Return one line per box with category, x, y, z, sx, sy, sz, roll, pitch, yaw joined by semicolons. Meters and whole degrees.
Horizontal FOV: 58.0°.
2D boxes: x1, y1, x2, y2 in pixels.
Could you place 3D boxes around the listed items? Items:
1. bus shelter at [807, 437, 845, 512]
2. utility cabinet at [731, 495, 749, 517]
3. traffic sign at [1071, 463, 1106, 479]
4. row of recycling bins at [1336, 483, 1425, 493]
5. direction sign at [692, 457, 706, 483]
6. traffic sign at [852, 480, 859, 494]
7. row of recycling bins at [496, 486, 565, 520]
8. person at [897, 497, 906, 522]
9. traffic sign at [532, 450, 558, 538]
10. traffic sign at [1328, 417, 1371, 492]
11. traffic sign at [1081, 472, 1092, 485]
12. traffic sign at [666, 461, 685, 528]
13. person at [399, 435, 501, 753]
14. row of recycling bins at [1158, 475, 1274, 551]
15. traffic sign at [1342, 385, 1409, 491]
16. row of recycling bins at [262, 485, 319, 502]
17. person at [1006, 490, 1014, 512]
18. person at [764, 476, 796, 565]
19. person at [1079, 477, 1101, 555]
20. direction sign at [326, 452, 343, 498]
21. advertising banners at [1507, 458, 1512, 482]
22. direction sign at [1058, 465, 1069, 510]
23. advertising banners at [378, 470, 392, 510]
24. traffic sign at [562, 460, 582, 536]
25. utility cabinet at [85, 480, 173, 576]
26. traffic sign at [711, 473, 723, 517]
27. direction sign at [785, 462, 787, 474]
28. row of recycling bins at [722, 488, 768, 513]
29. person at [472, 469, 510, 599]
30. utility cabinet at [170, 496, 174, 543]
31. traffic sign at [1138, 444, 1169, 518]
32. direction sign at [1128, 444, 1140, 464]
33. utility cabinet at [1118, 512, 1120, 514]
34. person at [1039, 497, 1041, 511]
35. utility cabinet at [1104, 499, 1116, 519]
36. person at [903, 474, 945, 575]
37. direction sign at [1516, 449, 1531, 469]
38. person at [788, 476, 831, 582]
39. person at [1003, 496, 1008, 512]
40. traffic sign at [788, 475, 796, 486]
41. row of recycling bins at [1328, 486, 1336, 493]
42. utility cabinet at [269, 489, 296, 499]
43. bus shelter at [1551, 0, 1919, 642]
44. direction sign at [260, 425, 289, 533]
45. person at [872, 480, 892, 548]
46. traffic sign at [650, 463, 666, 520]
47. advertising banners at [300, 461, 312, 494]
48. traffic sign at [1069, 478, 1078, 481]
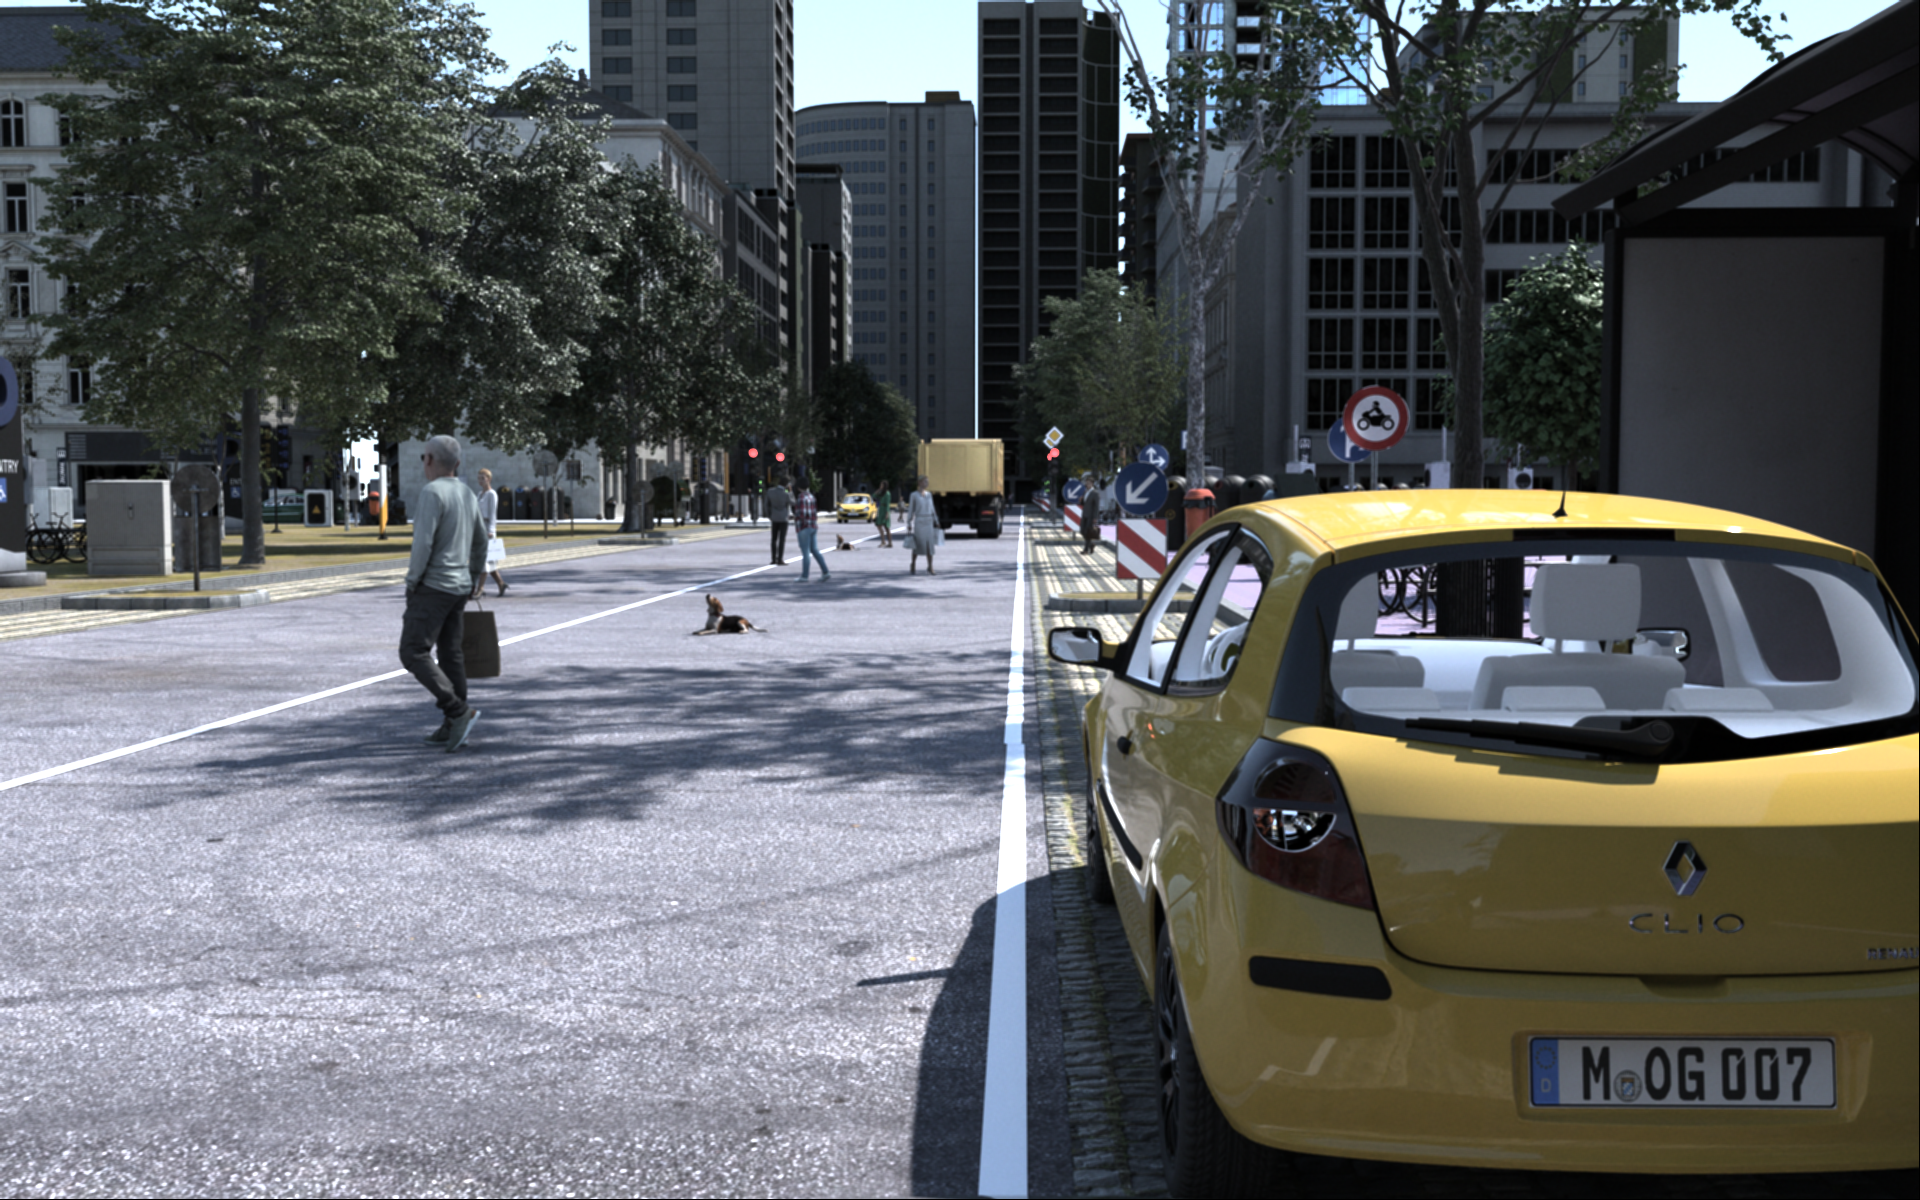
bus shelter;-9.861;-9.050;125.597;2.179;5.291;8.768;0;4;2
utility cabinet;-12.166;-5.171;95.714;1.020;1.237;0.306;2;4;30
traffic sign;8.361;-7.262;112.602;2.265;3.308;0.079;0;4;8
row of recycling bins;16.292;-3.595;65.890;3.534;1.692;1.069;3;4;37
direction sign;-16.090;-7.029;106.914;0.876;3.537;0.379;-1;4;-22
traffic sign;-9.386;-9.394;153.697;0.768;2.556;0.104;0;4;4
row of recycling bins;-21.043;-4.755;84.861;3.534;1.692;1.069;1;4;11
person;-2.948;-4.575;87.577;0.475;1.303;0.640;-3;5;-41
traffic sign;-11.985;-3.054;50.037;0.768;2.556;0.104;0;4;8
traffic sign;6.308;-1.702;27.936;0.768;2.556;0.104;1;4;8
traffic sign;7.237;-6.000;98.202;0.768;2.556;0.104;0;4;8
traffic sign;-10.920;-4.052;66.359;0.768;2.556;0.104;1;4;11
person;-2.884;-0.058;9.934;0.515;1.767;0.782;1;4;12
row of recycling bins;5.707;-1.916;38.439;1.069;1.692;3.534;-2;4;-34
traffic sign;4.876;-1.241;20.392;0.768;2.556;0.104;0;4;6
row of recycling bins;-32.644;-4.667;83.421;3.534;1.692;1.069;-3;5;-41
person;4.039;-7.937;138.854;0.593;1.750;0.643;1;4;22
person;-3.633;-1.604;34.911;0.592;1.802;0.473;2;4;31
person;3.062;-1.977;40.783;0.622;1.834;0.822;3;4;39
direction sign;-33.469;-6.159;92.701;0.876;3.537;0.379;0;4;2
advertising banners;26.006;-5.179;80.859;0.090;3.025;2.074;-1;4;-10
direction sign;8.114;-8.806;135.975;0.876;3.537;0.379;-1;4;-20
advertising banners;-42.643;-8.115;128.867;0.090;3.025;2.074;1;4;16
traffic sign;-11.717;-3.067;52.277;0.606;2.300;0.079;0;4;6
utility cabinet;-12.934;-1.117;26.948;1.173;1.500;0.318;0;4;-3
traffic sign;-11.937;-5.080;85.188;0.606;2.300;0.079;0;4;6
direction sign;-12.270;-7.938;121.789;0.379;3.537;0.876;1;4;9
row of recycling bins;-14.835;-6.716;116.926;3.534;1.692;1.069;-2;4;-35
person;-6.461;-0.913;23.776;0.624;1.780;0.694;-2;4;-30
utility cabinet;-20.823;-2.092;45.364;0.306;1.237;1.020;-2;4;-33
traffic sign;4.897;-2.675;43.839;0.768;2.556;0.104;0;4;7
direction sign;7.899;-5.302;78.690;0.379;3.537;0.876;-2;4;-31
utility cabinet;11.363;-6.705;120.786;1.020;1.237;0.306;0;4;1
person;6.442;-7.775;135.809;0.537;1.800;0.526;2;4;35
utility cabinet;7.242;-4.761;86.520;1.173;1.500;0.318;-3;5;-40
person;-0.650;-1.343;30.809;0.694;1.780;0.624;-1;4;-17
direction sign;27.625;-5.684;84.924;0.876;3.537;0.379;-1;4;-20
person;-2.469;-1.157;28.255;0.643;1.720;0.563;1;4;22
person;3.452;-7.443;134.473;0.640;1.303;0.475;0;4;-7
traffic sign;-11.419;-7.109;116.338;0.768;2.556;0.104;0;4;8
row of recycling bins;18.641;-4.737;84.561;1.069;1.692;3.534;1;4;20
utility cabinet;-31.605;-4.414;80.846;1.173;1.500;0.318;0;4;7
bus shelter;4.094;-0.777;6.633;2.014;3.302;5.546;0;4;2
direction sign;-22.592;-3.985;57.146;0.876;3.537;0.379;-1;4;-13
person;-2.001;-2.291;46.209;0.529;1.795;0.600;-2;4;-35
traffic sign;-12.199;-4.281;70.098;0.768;2.556;0.104;1;4;9
advertising banners;-35.369;-5.891;92.504;0.090;3.025;2.074;2;4;26
traffic sign;7.002;-6.395;106.689;0.606;2.300;0.079;0;4;2
